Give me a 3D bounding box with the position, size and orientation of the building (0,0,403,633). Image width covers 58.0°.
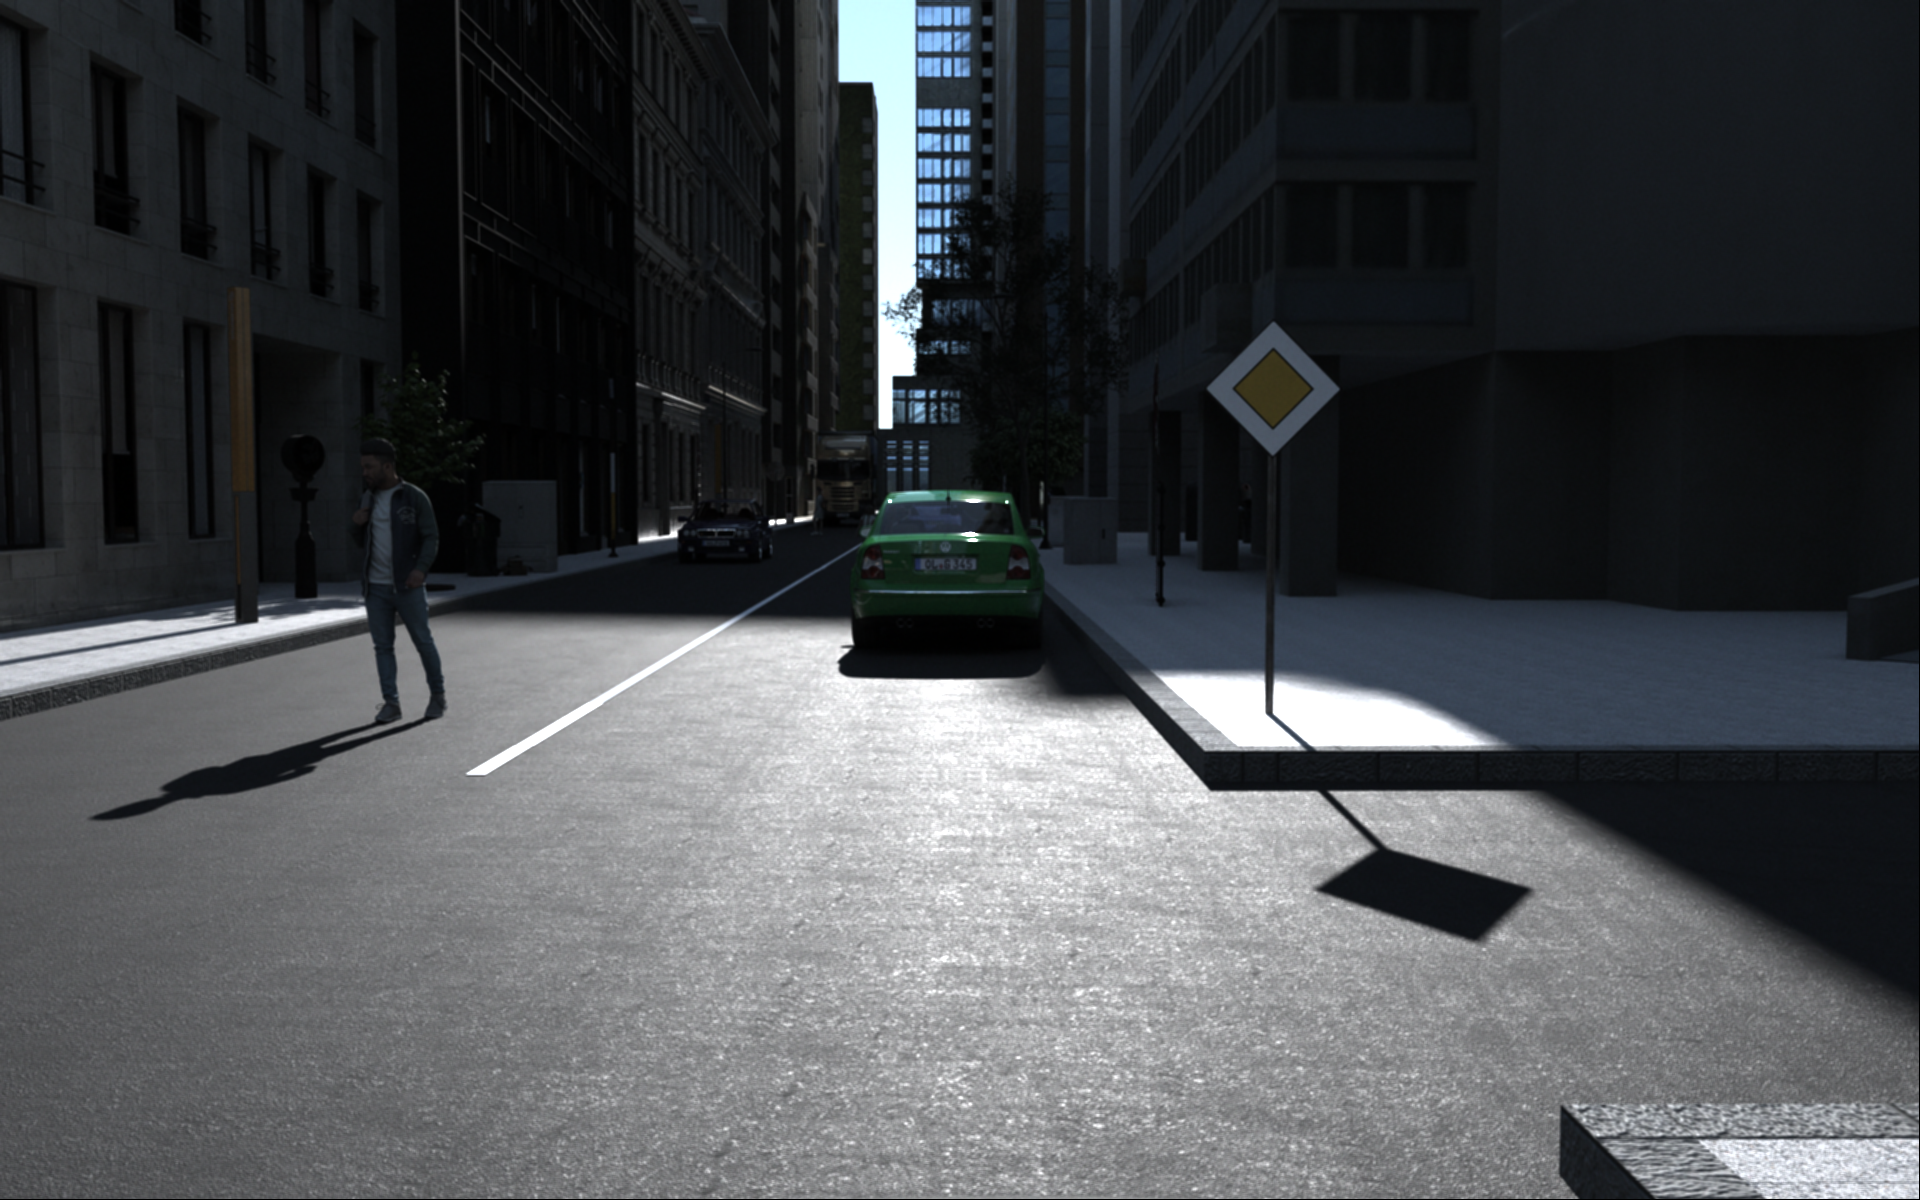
[{"bbox_3d":[-14.052,-10.040,18.904,10.420,20.320,16.860,0,4,0],"label":"building"}]

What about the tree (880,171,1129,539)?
[{"bbox_3d":[1.937,-7.038,49.491,8.767,10.594,7.601,0,4,-3],"label":"tree"}]

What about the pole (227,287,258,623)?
[{"bbox_3d":[-7.124,-1.428,17.199,0.158,3.312,0.155,0,3,0],"label":"pole"}]

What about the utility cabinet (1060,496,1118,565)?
[{"bbox_3d":[2.399,-1.261,31.779,1.020,1.237,0.306,-2,4,-31],"label":"utility cabinet"}]

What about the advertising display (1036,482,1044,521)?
[{"bbox_3d":[3.918,-4.751,82.893,0.123,1.923,0.974,2,4,28],"label":"advertising display"}]

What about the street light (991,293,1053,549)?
[{"bbox_3d":[1.455,-4.140,40.233,1.470,5.913,1.316,0,4,0],"label":"street light"}]

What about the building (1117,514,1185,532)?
[{"bbox_3d":[15.666,-32.309,70.246,21.231,58.520,28.212,0,4,0],"label":"building"}]

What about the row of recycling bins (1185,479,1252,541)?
[{"bbox_3d":[7.463,-2.525,48.398,1.069,1.692,3.534,3,5,43],"label":"row of recycling bins"}]

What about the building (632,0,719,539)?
[{"bbox_3d":[-13.825,-11.508,52.788,10.561,19.102,19.286,0,4,0],"label":"building"}]

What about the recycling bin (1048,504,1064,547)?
[{"bbox_3d":[2.542,-1.818,42.280,0.722,1.027,0.722,1,4,11],"label":"recycling bin"}]

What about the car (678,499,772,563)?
[{"bbox_3d":[-5.042,-1.518,37.403,1.945,1.354,3.894,0,4,-1],"label":"car"}]

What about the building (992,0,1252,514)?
[{"bbox_3d":[13.222,-36.890,145.149,21.231,58.520,28.212,0,4,0],"label":"building"}]

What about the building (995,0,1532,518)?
[{"bbox_3d":[18.576,-26.086,118.393,32.217,40.220,23.993,0,4,0],"label":"building"}]

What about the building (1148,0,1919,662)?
[{"bbox_3d":[15.254,-20.451,26.256,23.993,40.220,32.217,0,4,0],"label":"building"}]

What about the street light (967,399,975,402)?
[{"bbox_3d":[1.030,-6.888,85.162,1.470,5.913,1.316,0,4,0],"label":"street light"}]

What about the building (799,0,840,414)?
[{"bbox_3d":[-23.834,-33.974,144.707,27.495,52.752,28.713,0,4,0],"label":"building"}]

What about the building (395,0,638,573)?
[{"bbox_3d":[-14.219,-12.566,35.126,12.332,23.373,15.834,0,4,0],"label":"building"}]

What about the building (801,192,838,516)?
[{"bbox_3d":[-22.726,-16.428,113.631,27.650,21.520,28.899,0,4,0],"label":"building"}]

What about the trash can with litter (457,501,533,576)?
[{"bbox_3d":[-7.299,-0.967,27.202,1.055,1.170,0.624,-3,4,-36],"label":"trash can with litter"}]

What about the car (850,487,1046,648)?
[{"bbox_3d":[-0.092,-0.531,17.475,1.959,1.807,4.718,0,4,1],"label":"car"}]

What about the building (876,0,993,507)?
[{"bbox_3d":[7.155,-53.001,179.232,31.000,86.520,22.319,0,4,0],"label":"building"}]

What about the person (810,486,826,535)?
[{"bbox_3d":[-4.973,-3.151,61.028,0.522,1.701,0.512,1,4,8],"label":"person"}]

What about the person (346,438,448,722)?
[{"bbox_3d":[-3.585,-0.131,10.982,0.623,1.781,0.721,0,4,1],"label":"person"}]

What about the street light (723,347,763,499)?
[{"bbox_3d":[-6.933,-5.043,55.000,1.470,5.913,1.316,0,4,0],"label":"street light"}]

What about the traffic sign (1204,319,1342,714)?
[{"bbox_3d":[1.803,-0.392,10.056,0.795,2.450,0.064,0,4,0],"label":"traffic sign"}]

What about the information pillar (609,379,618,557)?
[{"bbox_3d":[-7.048,-2.677,35.117,0.183,3.616,0.504,-1,4,-13],"label":"information pillar"}]

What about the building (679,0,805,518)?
[{"bbox_3d":[-15.928,-19.587,91.952,14.160,30.474,14.107,0,4,0],"label":"building"}]

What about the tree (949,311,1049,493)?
[{"bbox_3d":[1.700,-7.288,69.516,4.360,8.622,3.978,0,3,0],"label":"tree"}]

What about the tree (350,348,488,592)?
[{"bbox_3d":[-7.160,-1.745,23.137,1.663,3.219,1.824,0,3,0],"label":"tree"}]

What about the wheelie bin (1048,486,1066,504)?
[{"bbox_3d":[3.999,-3.931,72.174,0.980,1.594,0.693,-2,4,-35],"label":"wheelie bin"}]

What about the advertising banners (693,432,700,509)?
[{"bbox_3d":[-7.569,-3.275,49.730,0.090,3.025,2.074,-1,4,-12],"label":"advertising banners"}]

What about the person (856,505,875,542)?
[{"bbox_3d":[-1.856,-1.274,34.348,0.505,1.210,0.382,1,4,21],"label":"person"}]

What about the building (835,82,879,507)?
[{"bbox_3d":[-15.346,-30.093,175.617,14.086,41.232,14.154,0,4,0],"label":"building"}]

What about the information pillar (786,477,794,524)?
[{"bbox_3d":[-7.329,-4.291,74.652,0.304,2.012,0.304,1,4,9],"label":"information pillar"}]

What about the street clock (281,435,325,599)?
[{"bbox_3d":[-8.071,-1.025,21.324,0.358,2.002,0.471,2,4,34],"label":"street clock"}]

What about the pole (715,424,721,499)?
[{"bbox_3d":[-7.094,-3.482,50.775,0.158,3.312,0.155,0,3,0],"label":"pole"}]

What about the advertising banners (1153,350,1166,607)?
[{"bbox_3d":[2.365,-1.492,20.588,0.090,3.025,2.074,0,4,5],"label":"advertising banners"}]

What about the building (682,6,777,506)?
[{"bbox_3d":[-14.474,-14.477,72.858,11.583,22.565,21.152,0,4,0],"label":"building"}]

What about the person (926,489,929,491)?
[{"bbox_3d":[-1.912,-5.909,105.908,0.742,1.727,0.445,-3,5,-45],"label":"person"}]

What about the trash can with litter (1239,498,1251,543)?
[{"bbox_3d":[7.676,-2.074,45.301,0.624,1.170,1.055,2,4,33],"label":"trash can with litter"}]

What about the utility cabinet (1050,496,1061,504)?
[{"bbox_3d":[3.202,-2.478,51.674,1.020,1.237,0.306,0,4,-3],"label":"utility cabinet"}]

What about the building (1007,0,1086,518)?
[{"bbox_3d":[9.837,-27.461,99.101,14.600,45.320,14.200,0,4,0],"label":"building"}]

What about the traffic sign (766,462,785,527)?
[{"bbox_3d":[-7.234,-4.146,67.894,0.768,2.556,0.104,0,4,4],"label":"traffic sign"}]

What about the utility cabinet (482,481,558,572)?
[{"bbox_3d":[-7.221,-1.206,28.403,1.173,1.500,0.318,1,4,12],"label":"utility cabinet"}]

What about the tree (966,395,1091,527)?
[{"bbox_3d":[2.645,-4.434,56.206,4.285,4.588,4.351,0,3,0],"label":"tree"}]

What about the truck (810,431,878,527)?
[{"bbox_3d":[-5.121,-5.514,79.065,2.839,4.237,11.283,0,4,-1],"label":"truck"}]
